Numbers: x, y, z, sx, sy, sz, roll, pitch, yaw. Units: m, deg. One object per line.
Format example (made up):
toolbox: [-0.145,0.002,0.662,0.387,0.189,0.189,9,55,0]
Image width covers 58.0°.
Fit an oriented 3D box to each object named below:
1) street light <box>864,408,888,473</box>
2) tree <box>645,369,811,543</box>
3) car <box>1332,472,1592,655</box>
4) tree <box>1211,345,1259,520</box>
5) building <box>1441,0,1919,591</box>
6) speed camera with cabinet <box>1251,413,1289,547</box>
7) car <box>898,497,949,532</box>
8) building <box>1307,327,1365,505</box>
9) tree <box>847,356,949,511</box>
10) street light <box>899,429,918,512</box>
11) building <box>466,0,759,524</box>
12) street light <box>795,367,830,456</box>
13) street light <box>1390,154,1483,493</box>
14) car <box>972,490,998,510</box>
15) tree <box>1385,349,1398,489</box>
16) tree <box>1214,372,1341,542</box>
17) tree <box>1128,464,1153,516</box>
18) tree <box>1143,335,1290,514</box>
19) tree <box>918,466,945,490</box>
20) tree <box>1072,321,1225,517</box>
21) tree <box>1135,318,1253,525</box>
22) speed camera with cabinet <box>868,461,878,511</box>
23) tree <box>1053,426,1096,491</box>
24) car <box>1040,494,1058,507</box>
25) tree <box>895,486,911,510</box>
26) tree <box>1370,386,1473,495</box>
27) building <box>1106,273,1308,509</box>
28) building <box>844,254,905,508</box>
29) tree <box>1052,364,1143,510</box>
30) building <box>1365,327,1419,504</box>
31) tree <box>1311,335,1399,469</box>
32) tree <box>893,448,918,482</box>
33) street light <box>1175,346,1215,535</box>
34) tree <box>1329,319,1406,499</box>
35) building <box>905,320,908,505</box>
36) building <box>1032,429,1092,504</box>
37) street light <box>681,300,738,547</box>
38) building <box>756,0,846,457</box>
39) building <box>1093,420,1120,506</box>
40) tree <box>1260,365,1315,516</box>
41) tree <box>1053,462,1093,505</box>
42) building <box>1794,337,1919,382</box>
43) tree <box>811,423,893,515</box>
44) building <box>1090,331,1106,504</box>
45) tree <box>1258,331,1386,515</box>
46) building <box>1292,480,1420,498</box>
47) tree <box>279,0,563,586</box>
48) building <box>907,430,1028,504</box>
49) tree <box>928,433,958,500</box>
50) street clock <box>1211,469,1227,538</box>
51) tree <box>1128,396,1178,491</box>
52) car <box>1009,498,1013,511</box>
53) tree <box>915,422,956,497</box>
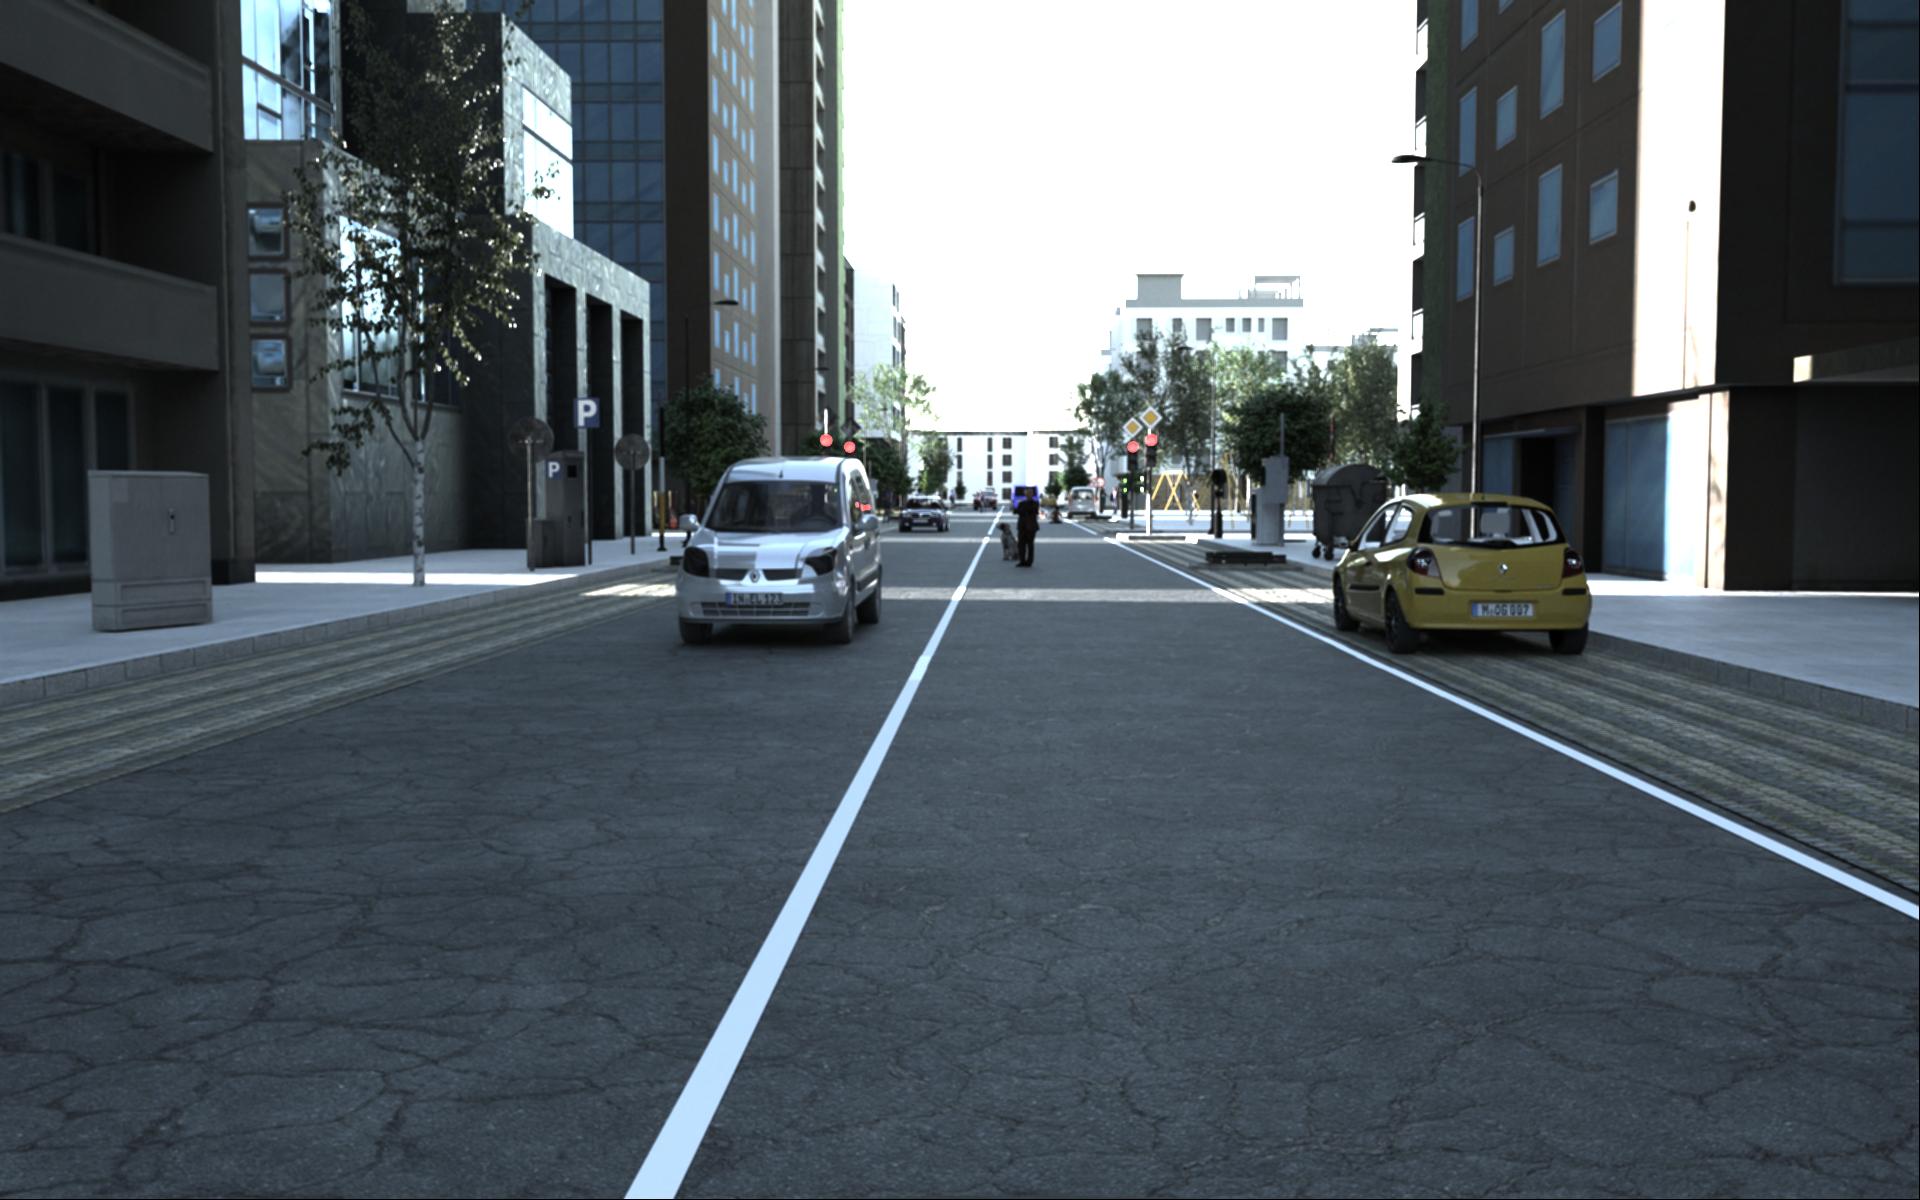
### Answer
street light: [-4.596,-7.419,93.838,1.470,5.913,1.316,0,4,2]
tree: [-6.733,-3.790,45.678,4.285,4.588,4.351,0,3,0]
car: [4.736,-0.404,16.826,2.015,1.641,3.980,0,4,2]
tree: [14.674,-8.311,86.246,4.737,8.622,4.395,0,3,0]
building: [16.832,-23.113,28.001,14.600,45.320,14.200,0,4,2]
speed camera with cabinet: [7.680,-2.978,43.020,0.660,3.252,2.038,0,3,0]
car: [-1.370,-3.303,66.578,1.945,1.354,3.894,0,4,3]
building: [39.645,-21.180,202.705,11.380,20.091,16.016,0,4,2]
tree: [-4.518,-12.596,131.699,9.928,11.665,9.643,0,3,0]
street light: [-3.700,-9.280,124.273,1.470,5.913,1.316,0,4,2]
building: [-17.341,-26.309,80.267,14.600,45.320,14.200,0,4,2]
street light: [-5.441,-5.557,63.402,1.470,5.913,1.316,0,4,2]
street light: [6.572,-3.136,23.815,1.470,5.913,1.316,0,4,2]
car: [2.290,-9.033,156.369,2.281,1.827,5.304,0,4,2]
tree: [20.089,-8.208,84.556,4.737,8.622,4.395,0,3,0]
tree: [8.558,-3.851,46.680,4.285,4.588,4.351,0,3,0]
tree: [10.403,-6.490,100.715,1.663,3.219,1.824,0,3,0]
tree: [18.290,-11.534,114.333,9.928,11.665,9.643,0,3,0]
tree: [-3.164,-12.272,184.364,4.285,4.588,4.351,0,3,0]
tree: [10.206,-9.781,94.334,8.767,10.594,7.601,1,4,9]
tree: [9.467,-7.408,71.486,4.360,8.622,3.978,0,3,0]
speed camera with cabinet: [-5.197,-6.565,101.679,0.660,3.252,2.038,0,4,5]
tree: [12.195,-14.132,181.415,4.360,8.622,3.978,0,3,0]
car: [9.680,-10.932,188.954,2.015,1.641,3.980,0,4,4]
tree: [-4.717,-8.778,138.121,1.663,3.219,1.824,0,3,0]
tree: [8.331,-2.241,31.236,1.663,3.219,1.824,0,3,0]
building: [21.519,-18.183,153.707,16.016,20.091,11.380,0,4,2]
building: [-20.169,-19.041,155.287,27.936,21.610,32.646,0,4,2]
tree: [11.198,-12.978,137.939,9.928,11.665,9.643,0,3,0]
building: [51.403,-21.146,202.161,11.380,20.091,16.016,0,4,2]
tree: [29.460,-12.742,125.343,9.611,12.733,9.660,0,3,0]
tree: [-4.901,-7.413,104.918,4.285,4.588,4.351,0,3,0]
street light: [7.433,-5.014,54.514,1.470,5.913,1.316,0,4,2]
tree: [17.743,-7.458,72.307,4.360,8.622,3.978,0,3,0]
building: [-22.857,-21.658,198.083,32.646,21.610,27.936,0,4,2]
building: [23.526,-17.555,229.179,28.070,9.664,9.099,0,4,2]
street light: [-5.997,-4.223,41.587,1.470,5.913,1.316,0,4,2]
building: [-14.745,-25.917,107.343,14.154,41.232,14.086,0,4,2]
building: [19.822,-14.875,185.354,9.099,9.664,28.070,0,4,2]
tree: [19.351,-9.122,99.503,4.360,8.622,3.978,0,3,0]
tree: [11.576,-11.562,172.750,4.285,4.588,4.351,0,3,0]
building: [20.867,-21.496,6.080,22.147,44.769,28.867,0,4,2]
tree: [-6.003,-5.642,75.960,4.285,4.588,4.351,0,3,0]
building: [23.552,-21.318,204.969,16.016,20.091,11.380,0,4,2]
tree: [16.566,-7.875,79.125,4.737,8.622,4.395,0,3,0]
building: [51.720,-17.512,228.466,28.070,9.664,9.099,0,4,2]
tree: [-7.583,-4.509,24.087,4.360,8.622,3.978,0,3,0]
building: [-4.985,-17.598,229.874,28.070,9.664,9.099,0,4,2]
tree: [-2.172,-15.354,201.400,4.360,8.622,3.978,0,3,0]
street clock: [7.527,-2.803,50.405,0.358,2.002,0.471,-2,4,-27]
tree: [14.459,-10.939,129.219,4.737,8.622,4.395,0,3,0]
car: [5.273,-8.567,152.078,2.014,1.417,4.499,0,4,0]
tree: [-2.752,-13.775,175.588,4.737,8.622,4.395,0,3,0]
